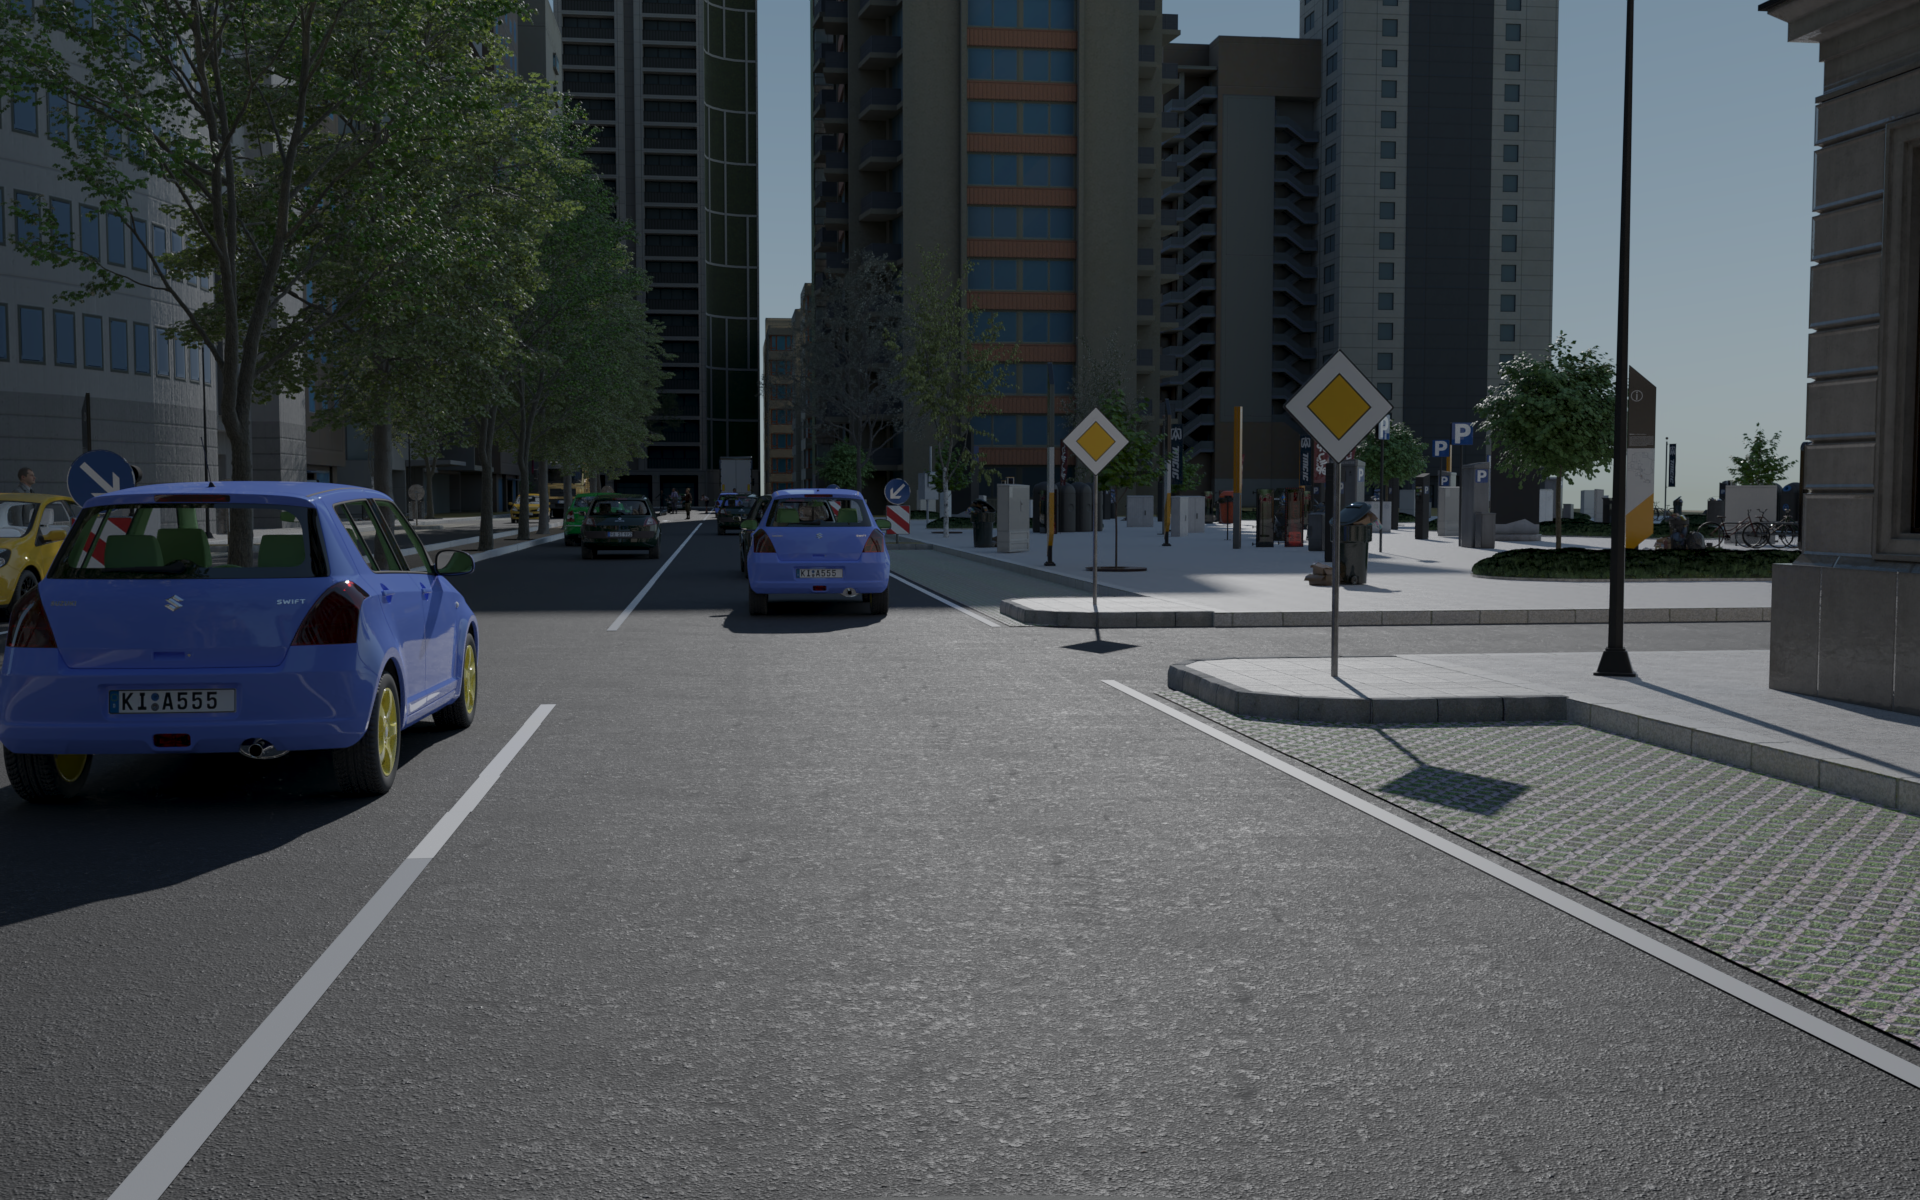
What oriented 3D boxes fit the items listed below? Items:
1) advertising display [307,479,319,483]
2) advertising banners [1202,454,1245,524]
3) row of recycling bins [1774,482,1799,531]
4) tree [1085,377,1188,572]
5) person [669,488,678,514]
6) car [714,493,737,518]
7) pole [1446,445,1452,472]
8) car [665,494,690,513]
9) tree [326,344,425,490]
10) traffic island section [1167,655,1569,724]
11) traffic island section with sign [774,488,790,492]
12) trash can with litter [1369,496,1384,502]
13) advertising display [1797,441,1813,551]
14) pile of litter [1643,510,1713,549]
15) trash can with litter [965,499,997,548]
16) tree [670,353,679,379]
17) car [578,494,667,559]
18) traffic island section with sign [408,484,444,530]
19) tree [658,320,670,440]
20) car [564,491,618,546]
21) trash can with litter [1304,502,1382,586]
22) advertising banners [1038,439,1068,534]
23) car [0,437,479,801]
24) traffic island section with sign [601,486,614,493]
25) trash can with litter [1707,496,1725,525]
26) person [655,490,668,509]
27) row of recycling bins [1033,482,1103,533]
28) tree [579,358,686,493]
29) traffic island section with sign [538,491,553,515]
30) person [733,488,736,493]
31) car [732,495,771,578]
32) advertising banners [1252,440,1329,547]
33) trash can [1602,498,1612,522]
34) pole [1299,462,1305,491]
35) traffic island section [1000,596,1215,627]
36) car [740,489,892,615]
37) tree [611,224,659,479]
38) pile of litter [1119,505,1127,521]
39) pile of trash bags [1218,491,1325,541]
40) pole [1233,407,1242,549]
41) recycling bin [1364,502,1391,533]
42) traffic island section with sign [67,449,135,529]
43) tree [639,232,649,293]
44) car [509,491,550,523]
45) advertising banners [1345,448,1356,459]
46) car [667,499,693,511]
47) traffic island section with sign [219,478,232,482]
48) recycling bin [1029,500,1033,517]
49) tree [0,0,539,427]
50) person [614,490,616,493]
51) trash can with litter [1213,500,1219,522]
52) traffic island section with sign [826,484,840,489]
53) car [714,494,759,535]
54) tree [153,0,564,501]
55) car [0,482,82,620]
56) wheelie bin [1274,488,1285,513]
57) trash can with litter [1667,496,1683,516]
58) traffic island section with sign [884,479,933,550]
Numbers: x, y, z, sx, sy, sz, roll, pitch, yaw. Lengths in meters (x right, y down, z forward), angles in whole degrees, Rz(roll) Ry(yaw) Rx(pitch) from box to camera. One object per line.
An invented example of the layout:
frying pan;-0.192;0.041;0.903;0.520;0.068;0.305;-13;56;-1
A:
advertising display;-28.224;-4.292;75.394;0.974;1.923;0.123;2;4;34
advertising banners;11.383;-4.809;74.816;2.074;3.025;0.090;-1;4;-20
row of recycling bins;29.027;-3.214;59.669;1.069;1.692;3.534;-1;4;-19
tree;2.577;-2.092;28.805;1.663;3.219;1.824;0;3;0
person;-20.408;-7.021;123.163;0.709;1.838;0.599;2;4;30
car;-14.235;-5.951;106.886;1.945;1.707;3.694;0;4;-6
pole;20.305;-4.778;71.966;0.158;3.312;0.155;0;3;0
car;-21.275;-7.410;130.946;2.009;1.686;4.222;-1;4;-9
tree;-25.247;-7.629;75.094;4.360;8.622;3.978;0;3;0
traffic island section;2.654;0.616;12.204;2.009;0.180;2.903;0;4;-8
traffic island section with sign;-15.726;-8.532;148.121;1.989;1.847;2.006;0;4;-8
trash can with litter;13.870;-2.961;59.466;2.233;1.210;1.678;0;4;-4
advertising display;10.698;-0.997;21.514;0.974;1.923;0.123;-3;5;-39
pile of litter;16.486;-1.577;39.755;1.719;0.858;1.176;3;5;44
trash can with litter;0.682;-1.853;41.683;0.624;1.170;1.055;3;5;44
tree;-16.377;-9.548;76.700;7.486;12.596;7.792;0;3;0
car;-7.715;-1.821;39.561;2.009;1.686;4.222;-1;4;-9
traffic island section with sign;-21.978;-3.752;69.976;1.989;1.847;2.006;0;4;-8
tree;-15.807;-9.086;69.136;7.486;12.596;7.792;0;3;0
car;-10.203;-2.472;49.207;1.959;1.807;4.718;0;4;-7
trash can with litter;5.390;-0.796;24.402;1.055;1.170;0.624;-3;4;-37
advertising banners;2.986;-3.630;55.541;0.090;3.025;2.074;-1;4;-23
car;-3.704;0.009;9.446;1.945;1.707;3.694;0;4;-7
traffic island section with sign;-18.942;-5.180;92.830;2.006;1.907;1.989;0;4;-8
trash can with litter;23.770;-2.716;55.458;2.233;1.210;1.678;1;4;17
person;-28.901;-9.743;167.814;1.348;1.821;0.705;1;4;10
row of recycling bins;3.713;-3.148;58.587;1.069;1.692;3.534;3;4;38
tree;-17.660;-9.060;85.004;8.767;10.594;7.601;0;4;-8
traffic island section with sign;-28.576;-6.735;118.742;1.989;1.847;2.006;0;4;-8
person;-15.061;-6.570;115.859;1.348;1.831;0.705;-3;5;-39
car;-3.037;-1.292;30.909;2.009;1.686;4.222;-1;4;-9
advertising banners;8.053;-2.791;41.817;2.074;3.025;0.090;-1;4;-13
trash can;26.169;-3.548;69.658;0.748;1.137;0.748;0;3;0
pole;13.018;-4.408;65.915;0.158;3.312;0.155;0;3;0
traffic island section;1.584;0.132;20.117;2.009;0.180;2.903;0;4;-8
car;-1.809;-0.749;21.841;1.945;1.707;3.694;0;4;-6
tree;-14.962;-8.625;61.610;7.486;12.596;7.792;0;3;0
pile of litter;8.389;-4.245;83.365;1.176;0.858;1.719;-1;4;-20
pile of trash bags;8.861;-2.340;48.016;3.447;1.369;1.912;1;4;16
pole;6.482;-2.850;40.444;0.158;3.312;0.155;0;3;0
recycling bin;13.991;-2.783;58.053;0.722;1.027;0.722;0;4;-5
traffic island section with sign;-8.865;-0.626;18.368;2.006;1.907;1.989;0;4;-8
tree;-11.690;-7.004;42.735;9.928;11.665;9.643;0;3;0
car;-21.537;-4.686;86.841;2.015;1.641;3.980;-1;4;-9
advertising banners;13.286;-4.068;62.694;2.074;3.025;0.090;0;4;5
car;-23.046;-7.970;142.113;2.131;1.459;4.920;0;4;-6
traffic island section with sign;-18.374;-2.118;43.261;1.989;1.847;2.006;0;4;-8
recycling bin;2.986;-3.867;75.784;0.722;1.027;0.722;2;4;35
tree;-9.347;-5.757;22.342;9.928;11.665;9.643;0;3;0
person;-29.865;-8.621;149.471;0.705;1.822;1.348;0;4;-7
trash can with litter;11.602;-4.096;78.362;1.055;1.170;0.624;3;5;43
traffic island section with sign;-5.411;-3.864;71.809;1.989;1.847;2.006;0;4;-8
car;-7.761;-3.175;61.706;2.009;1.686;4.222;0;4;-7
tree;-10.655;-6.790;31.606;7.486;12.596;7.792;0;3;0
car;-11.466;-0.637;20.635;2.015;1.641;3.980;0;4;-6
wheelie bin;16.746;-5.053;90.519;0.693;1.594;0.980;-2;4;-35
trash can with litter;41.709;-5.497;101.266;1.055;1.170;0.624;1;4;20
traffic island section with sign;-1.805;-2.230;45.096;1.989;1.847;2.006;0;4;-8
